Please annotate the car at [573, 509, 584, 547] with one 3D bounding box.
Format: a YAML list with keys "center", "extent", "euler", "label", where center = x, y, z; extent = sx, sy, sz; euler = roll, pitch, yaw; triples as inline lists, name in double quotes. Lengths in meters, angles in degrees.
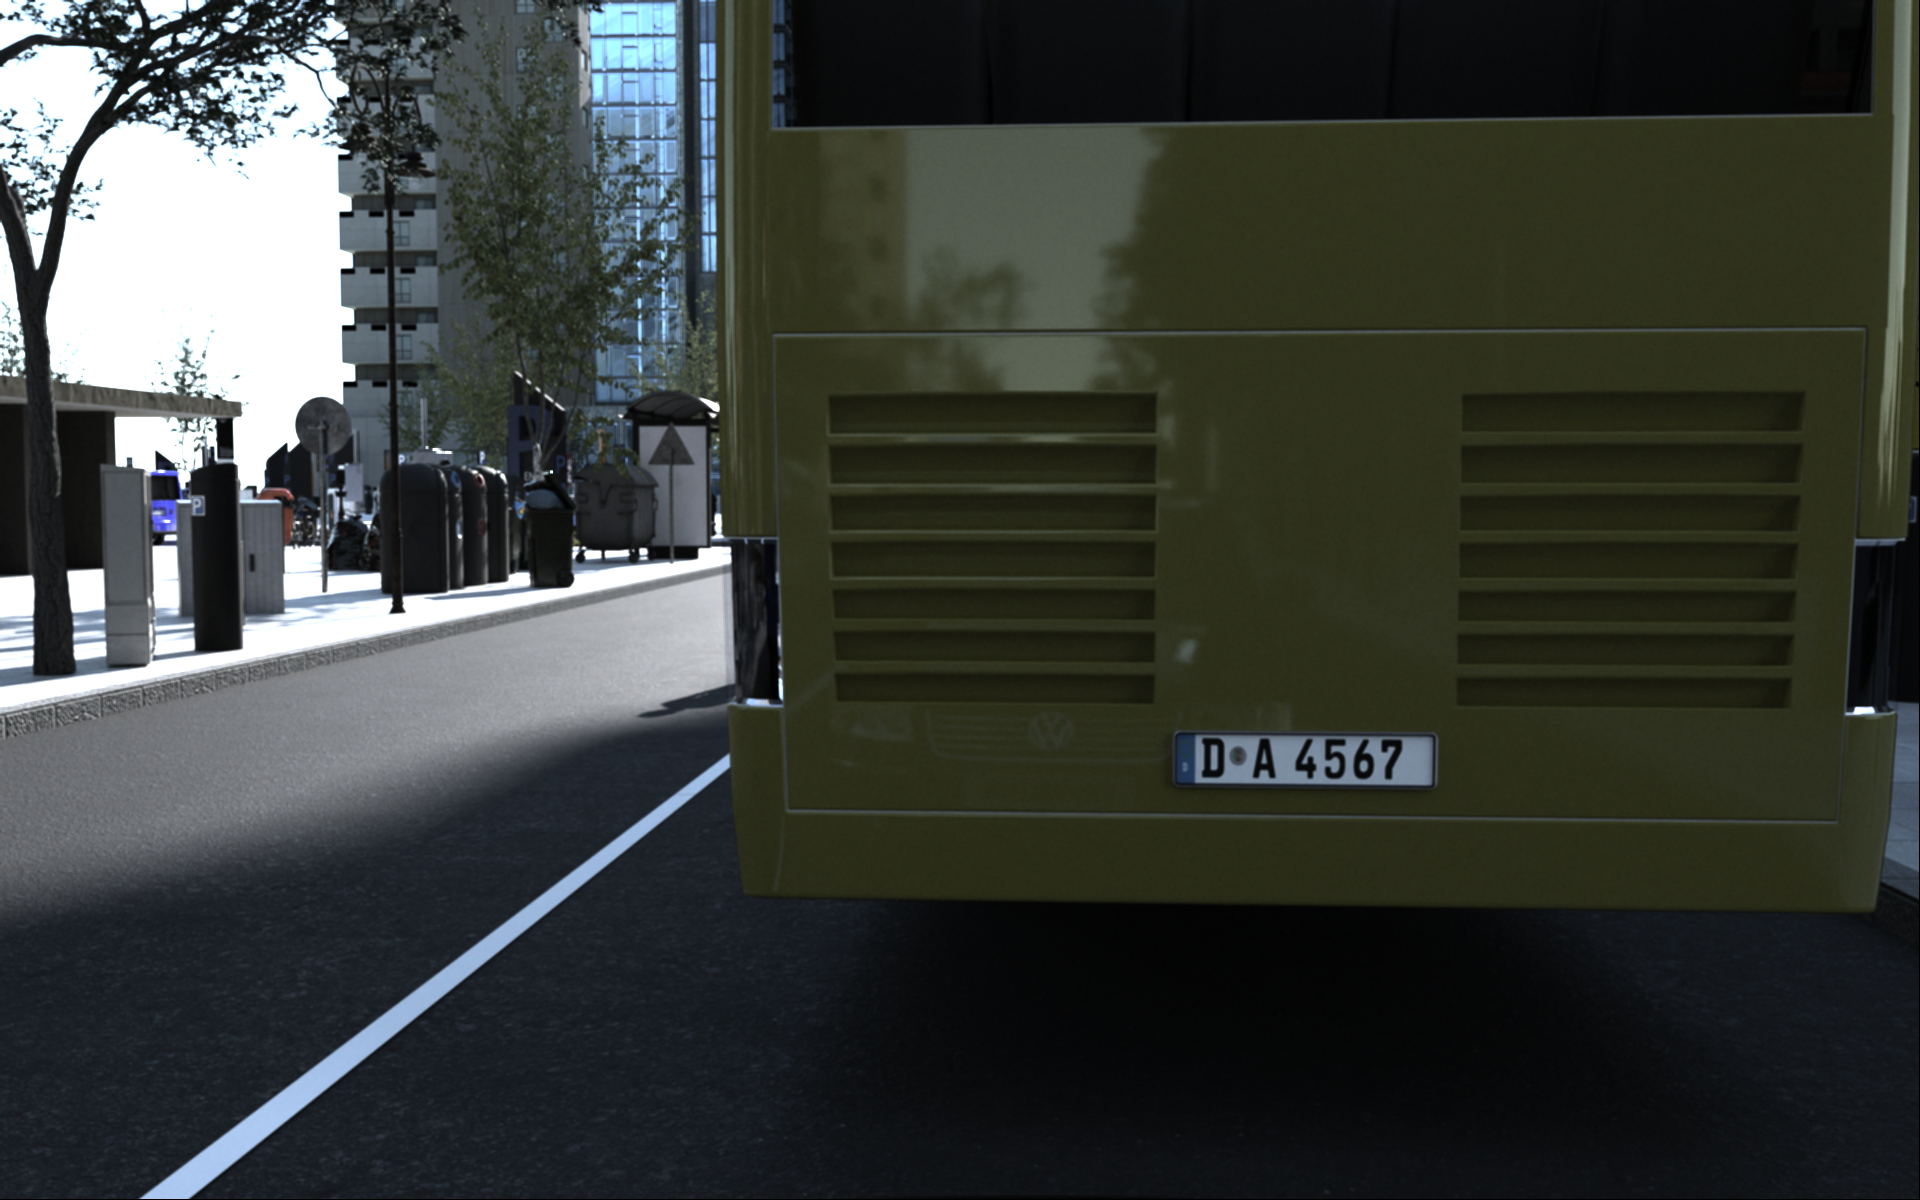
- center: [-10.544, -2.086, 43.705]
  extent: [3.694, 1.707, 1.945]
  euler: [0, 4, 2]
  label: "car"

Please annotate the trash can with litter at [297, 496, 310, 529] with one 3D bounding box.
- center: [-24.161, -3.162, 62.749]
  extent: [1.678, 1.210, 2.233]
  euler: [2, 4, 27]
  label: "trash can with litter"

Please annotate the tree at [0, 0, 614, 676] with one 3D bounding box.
- center: [-6.474, -4.769, 12.382]
  extent: [8.767, 10.594, 7.601]
  euler: [0, 4, -7]
  label: "tree"

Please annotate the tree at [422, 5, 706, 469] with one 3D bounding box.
- center: [-6.350, -4.661, 26.563]
  extent: [4.737, 8.622, 4.395]
  euler: [0, 3, 0]
  label: "tree"

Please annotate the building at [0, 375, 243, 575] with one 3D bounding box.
- center: [-28.456, -22.428, 21.330]
  extent: [28.867, 44.769, 22.147]
  euler: [0, 4, 4]
  label: "building"

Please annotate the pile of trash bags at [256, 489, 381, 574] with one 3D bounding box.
- center: [-10.083, -1.183, 29.094]
  extent: [3.447, 1.369, 1.912]
  euler: [-3, 5, -44]
  label: "pile of trash bags"

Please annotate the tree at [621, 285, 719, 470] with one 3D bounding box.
- center: [-9.291, -6.733, 60.448]
  extent: [4.360, 8.622, 3.978]
  euler: [0, 3, 0]
  label: "tree"

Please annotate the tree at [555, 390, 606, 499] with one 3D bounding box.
- center: [-26.137, -10.216, 117.393]
  extent: [4.360, 8.622, 3.978]
  euler: [0, 3, 0]
  label: "tree"

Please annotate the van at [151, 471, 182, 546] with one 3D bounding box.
- center: [-23.308, -2.517, 45.536]
  extent: [5.245, 2.365, 2.240]
  euler: [0, 4, 3]
  label: "van"

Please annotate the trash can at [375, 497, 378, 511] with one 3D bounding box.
- center: [-24.503, -3.792, 73.652]
  extent: [0.748, 1.137, 0.748]
  euler: [0, 3, 0]
  label: "trash can"

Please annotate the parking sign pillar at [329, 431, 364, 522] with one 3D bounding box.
- center: [-26.091, -5.197, 73.440]
  extent: [1.447, 3.967, 1.447]
  euler: [2, 4, 27]
  label: "parking sign pillar"

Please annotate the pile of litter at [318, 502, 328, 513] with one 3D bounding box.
- center: [-42.596, -6.199, 115.320]
  extent: [1.176, 0.858, 1.719]
  euler: [3, 5, 40]
  label: "pile of litter"

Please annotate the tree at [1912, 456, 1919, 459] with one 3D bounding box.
- center: [15.902, -2.743, 28.562]
  extent: [4.285, 4.588, 4.351]
  euler: [0, 3, 0]
  label: "tree"

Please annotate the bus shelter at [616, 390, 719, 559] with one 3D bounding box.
- center: [-5.542, -2.613, 36.653]
  extent: [2.014, 3.302, 5.546]
  euler: [0, 4, 4]
  label: "bus shelter"

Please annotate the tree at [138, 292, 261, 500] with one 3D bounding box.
- center: [-28.273, -6.943, 63.885]
  extent: [4.360, 8.622, 3.978]
  euler: [0, 3, 0]
  label: "tree"

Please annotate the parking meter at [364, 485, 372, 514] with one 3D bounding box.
- center: [-37.282, -6.323, 109.095]
  extent: [0.399, 1.863, 0.255]
  euler: [2, 4, 32]
  label: "parking meter"

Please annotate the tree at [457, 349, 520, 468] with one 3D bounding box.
- center: [-23.198, -8.326, 86.497]
  extent: [4.360, 8.622, 3.978]
  euler: [0, 3, 0]
  label: "tree"

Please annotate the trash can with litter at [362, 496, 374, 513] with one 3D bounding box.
- center: [-39.460, -6.374, 115.271]
  extent: [2.233, 1.210, 1.678]
  euler: [-2, 4, -33]
  label: "trash can with litter"

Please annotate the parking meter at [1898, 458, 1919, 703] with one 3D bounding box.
- center: [5.940, -0.143, 10.746]
  extent: [0.372, 1.533, 0.369]
  euler: [0, 3, 0]
  label: "parking meter"

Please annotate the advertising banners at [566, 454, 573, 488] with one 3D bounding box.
- center: [-17.151, -4.775, 74.257]
  extent: [0.090, 3.025, 2.074]
  euler: [1, 4, 20]
  label: "advertising banners"

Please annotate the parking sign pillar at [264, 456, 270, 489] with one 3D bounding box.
- center: [-34.995, -6.129, 88.681]
  extent: [1.447, 3.967, 1.447]
  euler: [2, 4, 24]
  label: "parking sign pillar"

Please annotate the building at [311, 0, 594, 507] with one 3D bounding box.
- center: [-48.057, -36.060, 178.819]
  extent: [27.495, 52.752, 28.713]
  euler: [0, 4, 4]
  label: "building"

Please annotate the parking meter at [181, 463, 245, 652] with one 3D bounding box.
- center: [-6.110, -0.356, 14.239]
  extent: [0.372, 1.533, 0.369]
  euler: [0, 3, 0]
  label: "parking meter"

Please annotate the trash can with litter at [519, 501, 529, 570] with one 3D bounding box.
- center: [-7.424, -1.084, 29.106]
  extent: [0.624, 1.170, 1.055]
  euler: [2, 4, 24]
  label: "trash can with litter"

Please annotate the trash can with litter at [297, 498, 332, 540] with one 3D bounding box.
- center: [-18.017, -2.273, 48.559]
  extent: [1.055, 1.170, 0.624]
  euler: [1, 4, 12]
  label: "trash can with litter"

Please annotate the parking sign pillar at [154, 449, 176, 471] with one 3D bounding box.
- center: [-47.911, -7.106, 104.652]
  extent: [1.447, 3.967, 1.447]
  euler: [2, 4, 31]
  label: "parking sign pillar"

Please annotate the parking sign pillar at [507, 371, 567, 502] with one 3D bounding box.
- center: [-9.229, -3.015, 37.763]
  extent: [1.447, 3.967, 1.447]
  euler: [2, 4, 25]
  label: "parking sign pillar"

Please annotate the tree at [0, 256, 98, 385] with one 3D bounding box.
- center: [-28.576, -6.250, 52.543]
  extent: [4.360, 8.622, 3.978]
  euler: [0, 3, 0]
  label: "tree"

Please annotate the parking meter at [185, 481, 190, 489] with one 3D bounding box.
- center: [-35.048, -4.474, 78.863]
  extent: [0.255, 1.863, 0.399]
  euler: [3, 5, 44]
  label: "parking meter"

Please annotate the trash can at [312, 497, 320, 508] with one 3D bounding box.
- center: [-36.016, -5.253, 97.542]
  extent: [0.748, 1.137, 0.748]
  euler: [0, 3, 0]
  label: "trash can"

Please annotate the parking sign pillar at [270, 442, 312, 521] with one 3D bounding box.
- center: [-29.342, -5.397, 76.719]
  extent: [1.447, 3.967, 1.447]
  euler: [1, 4, 21]
  label: "parking sign pillar"

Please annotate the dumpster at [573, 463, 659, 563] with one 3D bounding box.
- center: [-6.521, -1.653, 32.778]
  extent: [1.264, 1.857, 1.865]
  euler: [0, 4, 4]
  label: "dumpster"

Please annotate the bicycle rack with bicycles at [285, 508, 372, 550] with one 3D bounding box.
- center: [-15.035, -1.669, 40.674]
  extent: [2.852, 0.926, 2.925]
  euler: [0, 4, 1]
  label: "bicycle rack with bicycles"
